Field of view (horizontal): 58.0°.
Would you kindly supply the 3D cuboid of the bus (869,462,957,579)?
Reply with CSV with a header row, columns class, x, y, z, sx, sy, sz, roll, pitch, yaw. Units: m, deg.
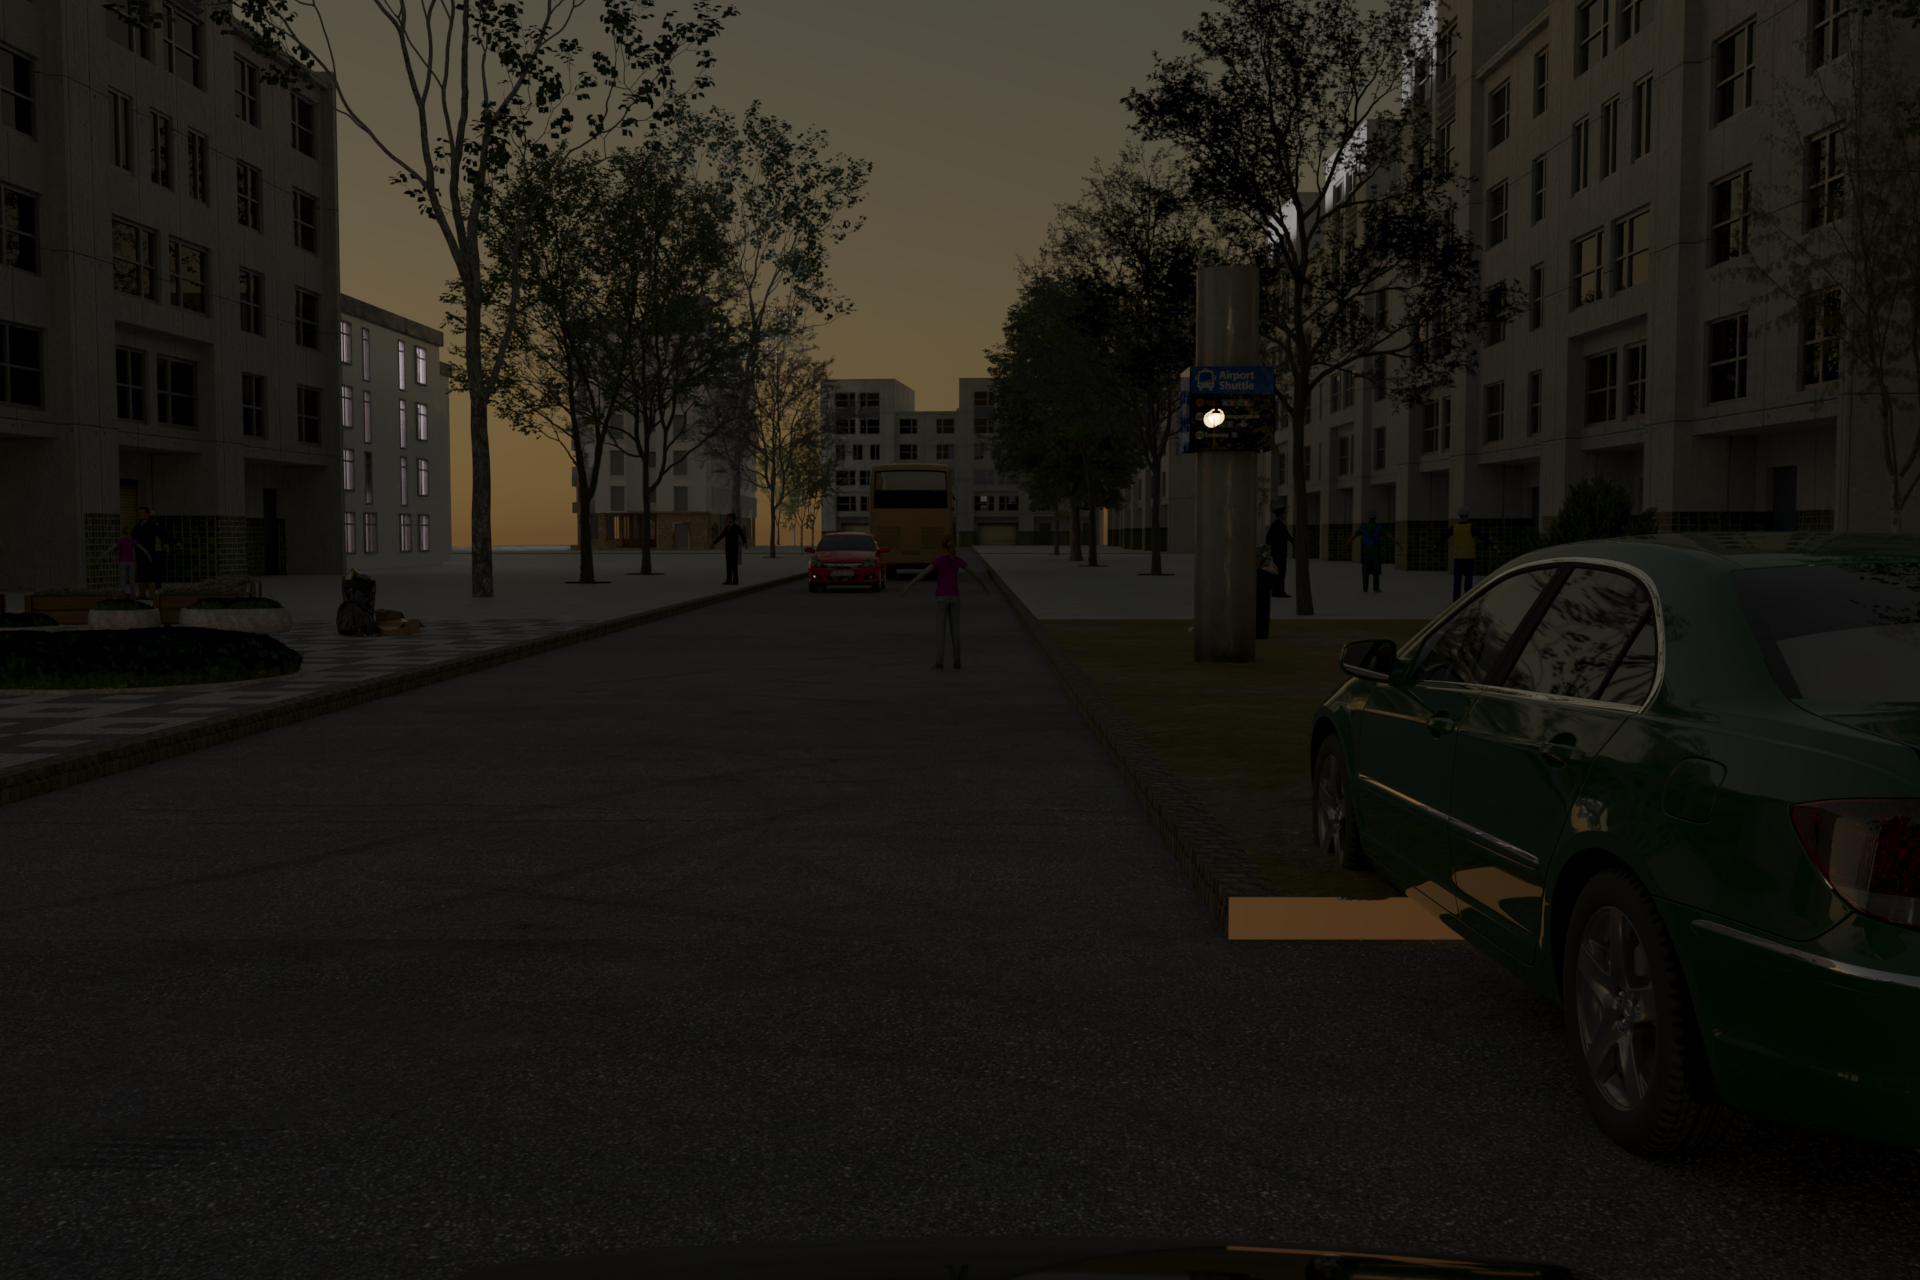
class,x,y,z,sx,sy,sz,roll,pitch,yaw
bus,-1.525,-4.091,58.427,2.896,3.916,12.252,0,4,0

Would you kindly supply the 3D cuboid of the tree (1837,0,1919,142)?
class,x,y,z,sx,sy,sz,roll,pitch,yaw
tree,10.580,-5.361,13.411,9.928,11.665,9.643,0,3,0

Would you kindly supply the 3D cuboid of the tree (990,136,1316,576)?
class,x,y,z,sx,sy,sz,roll,pitch,yaw
tree,6.050,-8.757,53.548,12.009,13.543,11.850,0,3,0

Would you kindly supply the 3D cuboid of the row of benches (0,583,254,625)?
class,x,y,z,sx,sy,sz,roll,pitch,yaw
row of benches,-10.724,-0.355,21.273,4.104,0.672,1.422,-1,4,-12

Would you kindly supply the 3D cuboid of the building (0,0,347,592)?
class,x,y,z,sx,sy,sz,roll,pitch,yaw
building,-27.993,-10.520,38.455,16.747,18.905,31.486,0,4,1

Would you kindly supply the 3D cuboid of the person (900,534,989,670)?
class,x,y,z,sx,sy,sz,roll,pitch,yaw
person,-0.148,-0.404,18.327,0.991,1.433,0.599,-1,4,-20

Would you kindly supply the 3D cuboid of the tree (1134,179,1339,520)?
class,x,y,z,sx,sy,sz,roll,pitch,yaw
tree,5.280,-5.264,36.431,4.360,8.622,3.978,0,3,0

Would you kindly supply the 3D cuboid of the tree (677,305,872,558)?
class,x,y,z,sx,sy,sz,roll,pitch,yaw
tree,-9.851,-11.096,91.789,12.009,13.543,11.850,0,3,0

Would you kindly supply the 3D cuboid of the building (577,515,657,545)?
class,x,y,z,sx,sy,sz,roll,pitch,yaw
building,-27.978,-18.264,155.034,16.016,20.090,11.380,0,4,0

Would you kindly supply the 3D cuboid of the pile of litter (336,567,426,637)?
class,x,y,z,sx,sy,sz,roll,pitch,yaw
pile of litter,-7.511,-0.516,22.405,1.176,0.858,1.719,0,4,0

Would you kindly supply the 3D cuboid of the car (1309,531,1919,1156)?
class,x,y,z,sx,sy,sz,roll,pitch,yaw
car,2.396,0.389,5.437,2.131,1.459,4.920,0,4,-1

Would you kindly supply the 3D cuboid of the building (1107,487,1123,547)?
class,x,y,z,sx,sy,sz,roll,pitch,yaw
building,24.232,-18.667,171.659,16.747,18.905,31.486,0,4,0

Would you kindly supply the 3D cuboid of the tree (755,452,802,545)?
class,x,y,z,sx,sy,sz,roll,pitch,yaw
tree,-21.518,-16.987,203.485,9.928,11.665,9.643,0,3,0

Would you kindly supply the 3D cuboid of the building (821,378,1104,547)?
class,x,y,z,sx,sy,sz,roll,pitch,yaw
building,0.824,-20.424,202.846,31.486,18.905,16.747,0,4,6

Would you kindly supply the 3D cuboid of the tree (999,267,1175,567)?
class,x,y,z,sx,sy,sz,roll,pitch,yaw
tree,5.108,-8.709,68.140,9.928,11.665,9.643,0,3,0

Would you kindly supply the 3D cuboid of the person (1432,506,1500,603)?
class,x,y,z,sx,sy,sz,roll,pitch,yaw
person,8.905,-1.472,30.529,1.216,1.772,0.721,2,4,35

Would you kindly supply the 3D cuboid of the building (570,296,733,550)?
class,x,y,z,sx,sy,sz,roll,pitch,yaw
building,-24.830,-17.267,138.741,16.016,20.090,11.380,0,4,-1

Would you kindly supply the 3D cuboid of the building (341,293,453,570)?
class,x,y,z,sx,sy,sz,roll,pitch,yaw
building,-26.004,-7.951,72.147,9.099,9.664,28.070,0,3,0

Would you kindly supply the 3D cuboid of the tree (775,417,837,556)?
class,x,y,z,sx,sy,sz,roll,pitch,yaw
tree,-9.488,-9.332,102.939,4.360,8.622,3.978,0,3,0

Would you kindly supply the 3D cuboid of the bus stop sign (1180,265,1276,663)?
class,x,y,z,sx,sy,sz,roll,pitch,yaw
bus stop sign,2.667,-1.733,17.355,0.837,3.901,0.837,0,4,1

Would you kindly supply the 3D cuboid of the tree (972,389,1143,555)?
class,x,y,z,sx,sy,sz,roll,pitch,yaw
tree,5.837,-11.866,104.386,12.009,13.543,11.850,0,3,0

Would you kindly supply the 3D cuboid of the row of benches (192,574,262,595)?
class,x,y,z,sx,sy,sz,roll,pitch,yaw
row of benches,-10.729,-0.604,25.337,1.422,0.672,4.104,-1,4,-17

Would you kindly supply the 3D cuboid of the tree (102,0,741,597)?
class,x,y,z,sx,sy,sz,roll,pitch,yaw
tree,-10.495,-10.860,33.447,12.611,20.169,13.585,0,3,0

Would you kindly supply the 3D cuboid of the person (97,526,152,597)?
class,x,y,z,sx,sy,sz,roll,pitch,yaw
person,-15.269,-1.371,31.686,0.599,1.433,0.991,3,5,41

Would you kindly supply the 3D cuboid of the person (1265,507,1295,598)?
class,x,y,z,sx,sy,sz,roll,pitch,yaw
person,6.497,-1.783,35.081,0.705,1.837,1.347,-1,4,-20

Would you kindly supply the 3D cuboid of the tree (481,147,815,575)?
class,x,y,z,sx,sy,sz,roll,pitch,yaw
tree,-9.768,-8.802,54.288,12.009,13.543,11.850,0,3,0

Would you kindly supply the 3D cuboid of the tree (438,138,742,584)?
class,x,y,z,sx,sy,sz,roll,pitch,yaw
tree,-9.605,-7.278,44.752,9.928,11.665,9.643,0,3,0

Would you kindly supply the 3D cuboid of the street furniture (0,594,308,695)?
class,x,y,z,sx,sy,sz,roll,pitch,yaw
street furniture,-11.002,0.009,15.481,10.072,0.657,5.734,-1,4,-10

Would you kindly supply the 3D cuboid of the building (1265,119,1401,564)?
class,x,y,z,sx,sy,sz,roll,pitch,yaw
building,25.704,-13.216,82.543,16.747,18.905,31.486,0,4,0

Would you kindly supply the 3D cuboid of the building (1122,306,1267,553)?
class,x,y,z,sx,sy,sz,roll,pitch,yaw
building,22.583,-16.379,134.257,16.747,18.905,31.486,0,4,0

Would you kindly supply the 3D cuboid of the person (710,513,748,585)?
class,x,y,z,sx,sy,sz,roll,pitch,yaw
person,-5.795,-2.299,43.773,1.347,1.806,0.705,3,5,40

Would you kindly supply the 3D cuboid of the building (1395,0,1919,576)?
class,x,y,z,sx,sy,sz,roll,pitch,yaw
building,23.807,-10.943,45.374,16.747,18.905,31.486,0,4,0

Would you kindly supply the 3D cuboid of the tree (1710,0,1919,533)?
class,x,y,z,sx,sy,sz,roll,pitch,yaw
tree,12.503,-4.424,22.688,4.360,8.622,3.978,0,3,0

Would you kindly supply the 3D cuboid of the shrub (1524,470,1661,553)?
class,x,y,z,sx,sy,sz,roll,pitch,yaw
shrub,7.800,-1.058,21.344,1.661,2.075,1.752,0,3,0

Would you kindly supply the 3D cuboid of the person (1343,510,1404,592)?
class,x,y,z,sx,sy,sz,roll,pitch,yaw
person,9.075,-1.957,38.131,1.347,1.817,0.704,2,4,29

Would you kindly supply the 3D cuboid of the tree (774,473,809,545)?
class,x,y,z,sx,sy,sz,roll,pitch,yaw
tree,-19.070,-15.083,196.962,4.737,8.622,4.395,0,3,0

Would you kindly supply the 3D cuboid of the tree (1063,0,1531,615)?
class,x,y,z,sx,sy,sz,roll,pitch,yaw
tree,5.119,-5.670,27.114,7.601,10.594,8.767,0,4,-2

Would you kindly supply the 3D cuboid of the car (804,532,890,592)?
class,x,y,z,sx,sy,sz,roll,pitch,yaw
car,-2.840,-2.139,44.014,2.155,1.783,4.494,0,4,0

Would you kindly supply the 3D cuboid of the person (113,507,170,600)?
class,x,y,z,sx,sy,sz,roll,pitch,yaw
person,-15.842,-1.682,33.631,1.346,1.812,0.704,1,4,19

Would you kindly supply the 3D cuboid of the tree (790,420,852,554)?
class,x,y,z,sx,sy,sz,roll,pitch,yaw
tree,-9.114,-9.718,109.259,4.737,8.622,4.395,0,3,0

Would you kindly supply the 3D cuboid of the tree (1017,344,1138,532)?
class,x,y,z,sx,sy,sz,roll,pitch,yaw
tree,6.407,-10.659,92.403,7.486,12.596,7.792,0,3,0

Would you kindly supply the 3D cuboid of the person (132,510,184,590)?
class,x,y,z,sx,sy,sz,roll,pitch,yaw
person,-18.451,-2.057,39.596,1.349,1.833,0.705,0,4,3

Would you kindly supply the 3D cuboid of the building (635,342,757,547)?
class,x,y,z,sx,sy,sz,roll,pitch,yaw
building,-26.836,-19.309,172.121,16.016,20.090,11.380,0,4,1

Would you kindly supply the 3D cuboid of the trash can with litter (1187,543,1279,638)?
class,x,y,z,sx,sy,sz,roll,pitch,yaw
trash can with litter,3.337,-0.602,21.236,1.055,1.170,0.624,0,4,0

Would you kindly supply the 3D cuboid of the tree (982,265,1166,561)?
class,x,y,z,sx,sy,sz,roll,pitch,yaw
tree,5.494,-10.697,81.549,9.857,13.997,8.962,0,3,0

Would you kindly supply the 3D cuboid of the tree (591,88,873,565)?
class,x,y,z,sx,sy,sz,roll,pitch,yaw
tree,-9.921,-13.317,73.625,12.611,20.169,13.585,0,3,0
